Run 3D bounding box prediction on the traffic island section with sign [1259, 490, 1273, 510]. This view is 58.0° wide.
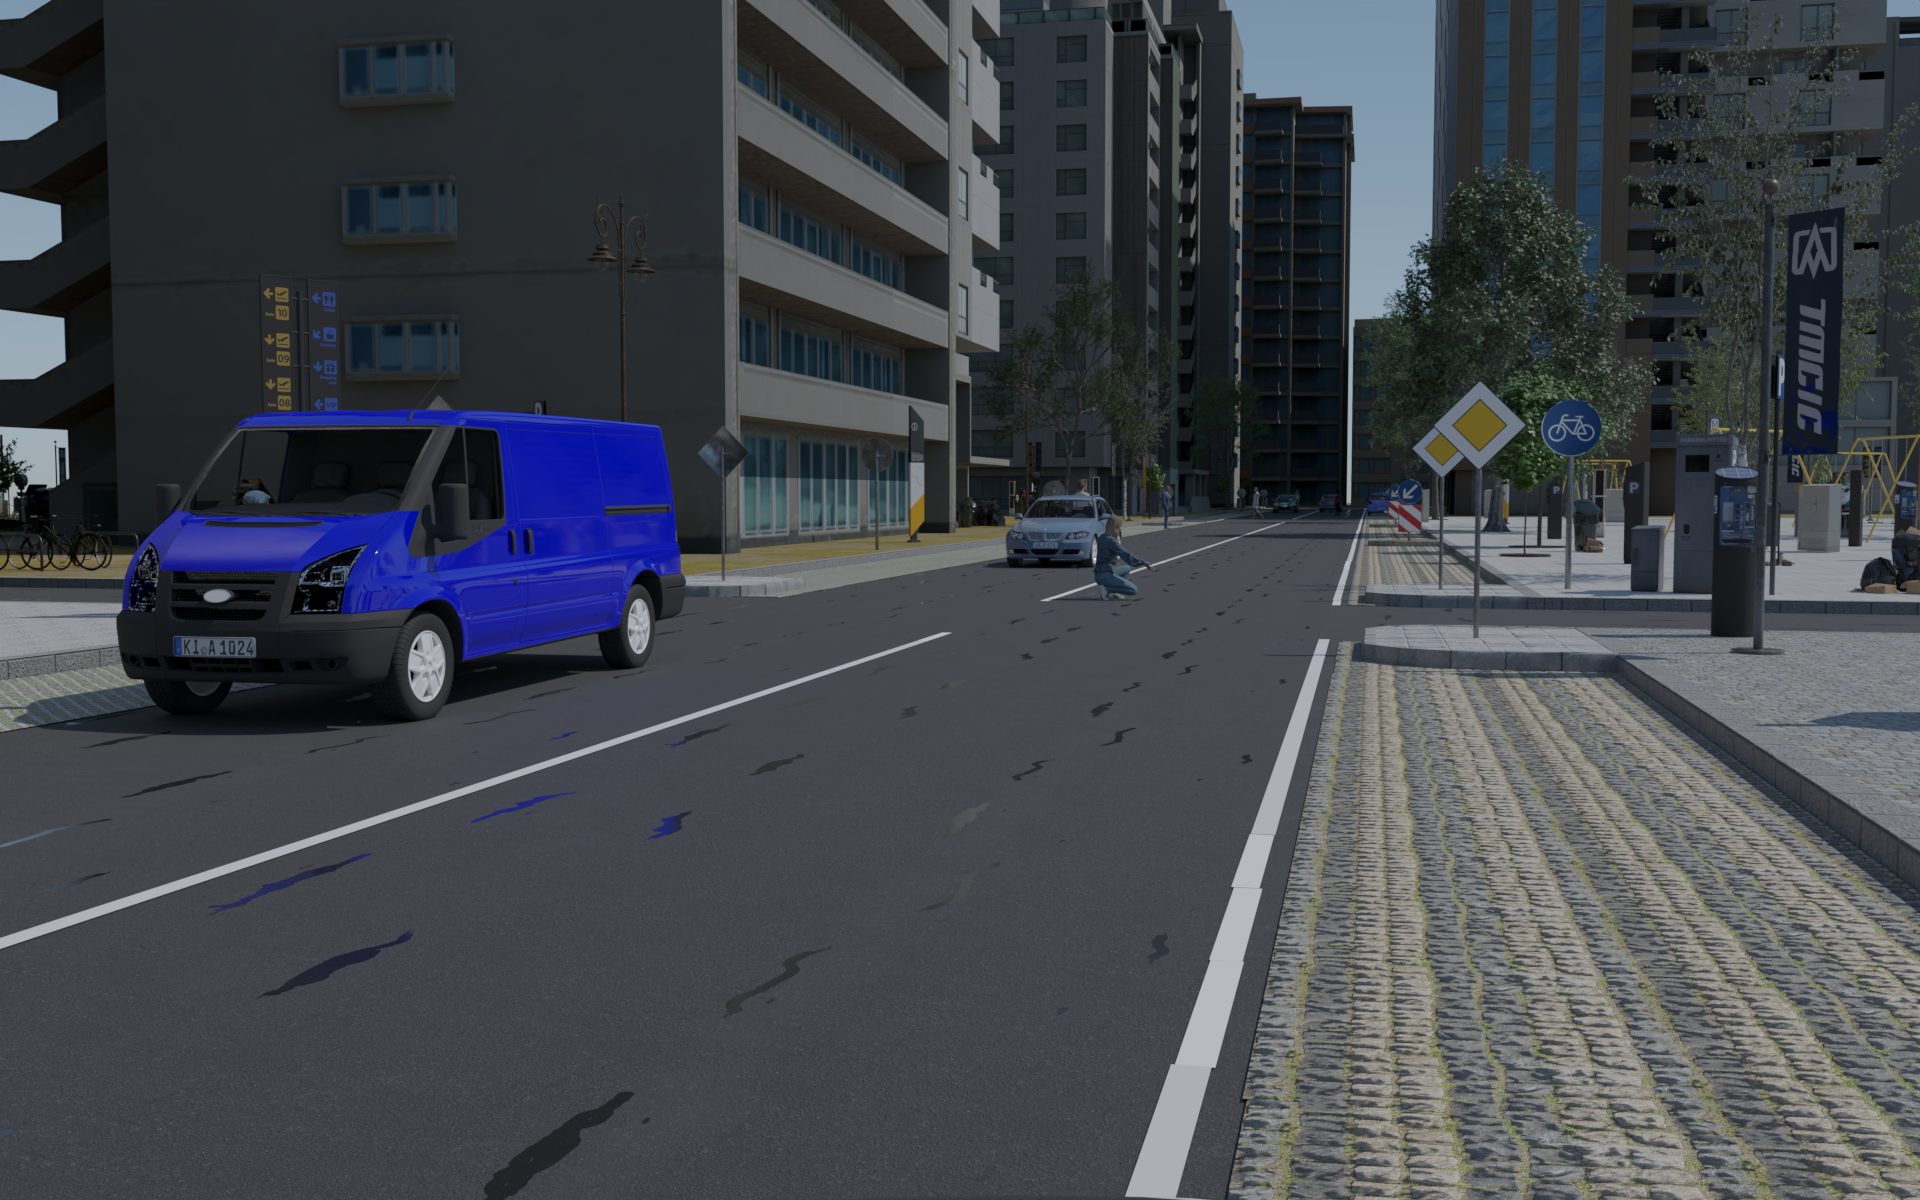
[{"bbox_3d":[26.539,-8.712,151.067,1.989,1.847,2.006,1,4,13],"label":"traffic island section with sign"}]

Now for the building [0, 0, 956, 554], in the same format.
[{"bbox_3d":[-12.918,-25.952,48.025,21.300,48.544,21.600,1,4,13],"label":"building"}]

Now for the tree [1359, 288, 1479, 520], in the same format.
[{"bbox_3d":[23.544,-9.773,85.550,9.928,11.665,9.643,0,3,0],"label":"tree"}]

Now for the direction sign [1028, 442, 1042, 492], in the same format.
[{"bbox_3d":[3.231,-5.119,75.690,0.876,3.537,0.379,3,5,41],"label":"direction sign"}]

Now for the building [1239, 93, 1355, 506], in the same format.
[{"bbox_3d":[28.910,-32.919,192.851,28.867,44.769,22.147,1,4,13],"label":"building"}]

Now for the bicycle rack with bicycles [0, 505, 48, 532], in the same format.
[{"bbox_3d":[-36.031,-3.117,64.346,2.852,0.926,2.925,-1,4,-10],"label":"bicycle rack with bicycles"}]

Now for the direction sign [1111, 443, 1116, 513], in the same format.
[{"bbox_3d":[6.780,-5.173,76.577,0.379,3.537,0.876,1,4,15],"label":"direction sign"}]

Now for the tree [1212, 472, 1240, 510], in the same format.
[{"bbox_3d":[21.119,-8.807,138.596,1.663,3.219,1.824,0,3,0],"label":"tree"}]

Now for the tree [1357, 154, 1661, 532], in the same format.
[{"bbox_3d":[18.426,-8.672,58.790,9.611,12.733,9.660,0,3,0],"label":"tree"}]

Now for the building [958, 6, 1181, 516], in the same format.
[{"bbox_3d":[5.885,-20.543,107.586,14.160,30.474,14.107,1,4,13],"label":"building"}]

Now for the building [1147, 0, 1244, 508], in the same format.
[{"bbox_3d":[15.391,-33.084,164.631,21.600,48.544,21.300,1,4,13],"label":"building"}]

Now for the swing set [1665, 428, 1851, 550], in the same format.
[{"bbox_3d":[19.173,-2.708,41.902,3.119,2.851,2.862,-2,4,-33],"label":"swing set"}]

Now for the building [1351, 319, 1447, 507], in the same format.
[{"bbox_3d":[57.772,-21.047,189.159,28.899,21.520,27.650,1,4,13],"label":"building"}]

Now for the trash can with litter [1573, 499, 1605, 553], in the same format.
[{"bbox_3d":[13.964,-1.644,38.262,0.624,1.170,1.055,0,4,-3],"label":"trash can with litter"}]

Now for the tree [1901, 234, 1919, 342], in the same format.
[{"bbox_3d":[31.803,-7.667,51.103,9.928,11.665,9.643,0,3,0],"label":"tree"}]

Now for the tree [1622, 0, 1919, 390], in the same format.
[{"bbox_3d":[12.185,-4.644,26.299,4.360,8.622,3.978,0,3,0],"label":"tree"}]

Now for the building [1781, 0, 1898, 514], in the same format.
[{"bbox_3d":[48.597,-32.727,124.333,28.713,52.752,27.495,1,4,13],"label":"building"}]

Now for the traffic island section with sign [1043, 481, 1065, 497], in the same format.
[{"bbox_3d":[2.693,-2.549,50.297,1.989,1.847,2.006,1,4,13],"label":"traffic island section with sign"}]

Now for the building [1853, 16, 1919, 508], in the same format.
[{"bbox_3d":[81.561,-28.640,151.852,14.086,41.232,14.154,1,4,13],"label":"building"}]

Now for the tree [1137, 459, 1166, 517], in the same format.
[{"bbox_3d":[10.584,-6.189,95.796,1.663,3.219,1.824,0,3,0],"label":"tree"}]

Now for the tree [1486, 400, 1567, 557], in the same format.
[{"bbox_3d":[11.512,-2.509,35.627,1.663,3.219,1.824,0,3,0],"label":"tree"}]

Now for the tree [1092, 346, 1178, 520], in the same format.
[{"bbox_3d":[8.387,-8.265,85.499,4.360,8.622,3.978,0,3,0],"label":"tree"}]

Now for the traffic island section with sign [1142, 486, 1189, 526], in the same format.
[{"bbox_3d":[9.350,-4.271,78.461,1.989,1.847,2.006,1,4,13],"label":"traffic island section with sign"}]

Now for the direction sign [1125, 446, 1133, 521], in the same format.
[{"bbox_3d":[8.011,-5.501,81.939,0.379,3.537,0.876,0,4,3],"label":"direction sign"}]

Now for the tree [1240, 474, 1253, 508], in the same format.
[{"bbox_3d":[27.351,-10.391,164.494,1.663,3.219,1.824,0,3,0],"label":"tree"}]

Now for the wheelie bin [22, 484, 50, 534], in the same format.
[{"bbox_3d":[-29.218,-2.879,54.974,0.693,1.594,0.980,2,4,25],"label":"wheelie bin"}]

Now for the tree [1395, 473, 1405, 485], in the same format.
[{"bbox_3d":[39.502,-9.723,153.577,1.663,3.219,1.824,0,3,0],"label":"tree"}]

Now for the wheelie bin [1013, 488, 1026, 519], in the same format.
[{"bbox_3d":[3.089,-4.878,87.656,0.693,1.594,0.980,1,4,13],"label":"wheelie bin"}]

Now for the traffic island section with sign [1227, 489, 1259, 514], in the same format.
[{"bbox_3d":[20.327,-7.107,124.834,1.989,1.847,2.006,1,4,13],"label":"traffic island section with sign"}]

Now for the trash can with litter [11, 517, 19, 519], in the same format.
[{"bbox_3d":[-47.490,-4.623,86.644,2.233,1.210,1.678,-2,4,-24],"label":"trash can with litter"}]

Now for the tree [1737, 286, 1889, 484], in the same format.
[{"bbox_3d":[29.472,-6.667,59.366,4.737,8.622,4.395,0,3,0],"label":"tree"}]

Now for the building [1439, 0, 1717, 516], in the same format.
[{"bbox_3d":[37.178,-27.875,105.871,14.600,45.320,14.200,1,4,13],"label":"building"}]

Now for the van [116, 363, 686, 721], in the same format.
[{"bbox_3d":[-3.886,-0.517,12.843,2.240,2.365,5.245,1,4,12],"label":"van"}]

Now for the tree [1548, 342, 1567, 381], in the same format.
[{"bbox_3d":[24.221,-7.112,66.649,4.360,8.622,3.978,0,3,0],"label":"tree"}]

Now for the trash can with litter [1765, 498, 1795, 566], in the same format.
[{"bbox_3d":[14.061,-1.235,31.244,2.233,1.210,1.678,1,4,10],"label":"trash can with litter"}]

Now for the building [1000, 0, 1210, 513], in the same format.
[{"bbox_3d":[1.815,-26.661,127.786,32.217,40.220,23.993,1,4,13],"label":"building"}]

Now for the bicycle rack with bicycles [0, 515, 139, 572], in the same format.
[{"bbox_3d":[-15.462,-0.995,29.644,2.925,0.926,2.852,2,4,30],"label":"bicycle rack with bicycles"}]

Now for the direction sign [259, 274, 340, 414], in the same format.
[{"bbox_3d":[-6.922,-1.605,18.243,0.379,3.537,0.876,3,4,38],"label":"direction sign"}]

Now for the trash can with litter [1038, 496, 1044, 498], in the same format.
[{"bbox_3d":[5.427,-5.440,99.996,1.678,1.210,2.233,0,4,-1],"label":"trash can with litter"}]

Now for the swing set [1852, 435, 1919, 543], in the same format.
[{"bbox_3d":[25.232,-3.017,46.943,2.862,2.851,3.119,0,4,-3],"label":"swing set"}]

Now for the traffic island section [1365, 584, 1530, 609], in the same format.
[{"bbox_3d":[6.455,-0.056,23.203,2.009,0.180,2.903,1,4,13],"label":"traffic island section"}]

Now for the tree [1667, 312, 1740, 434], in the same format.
[{"bbox_3d":[30.896,-7.371,70.885,4.737,8.622,4.395,0,3,0],"label":"tree"}]

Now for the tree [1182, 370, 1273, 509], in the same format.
[{"bbox_3d":[22.517,-13.417,145.124,9.928,11.665,9.643,0,3,0],"label":"tree"}]

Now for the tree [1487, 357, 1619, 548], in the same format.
[{"bbox_3d":[13.991,-3.537,41.541,4.285,4.588,4.351,0,3,0],"label":"tree"}]

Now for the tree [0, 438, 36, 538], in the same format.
[{"bbox_3d":[-28.660,-3.474,51.403,1.663,3.219,1.824,0,3,0],"label":"tree"}]

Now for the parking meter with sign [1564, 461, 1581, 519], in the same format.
[{"bbox_3d":[32.083,-5.765,90.522,0.543,3.016,1.738,0,4,-2],"label":"parking meter with sign"}]

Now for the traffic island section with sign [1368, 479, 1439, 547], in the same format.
[{"bbox_3d":[12.315,-2.402,47.900,1.989,1.847,2.006,1,4,13],"label":"traffic island section with sign"}]

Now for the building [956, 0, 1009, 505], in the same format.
[{"bbox_3d":[-13.471,-30.102,81.408,28.713,52.752,27.495,1,4,13],"label":"building"}]

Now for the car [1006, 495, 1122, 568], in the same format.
[{"bbox_3d":[2.192,-1.435,35.464,2.014,1.417,4.499,1,4,15],"label":"car"}]

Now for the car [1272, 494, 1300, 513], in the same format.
[{"bbox_3d":[24.956,-7.388,132.587,2.131,1.459,4.920,1,4,13],"label":"car"}]

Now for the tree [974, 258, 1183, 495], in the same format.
[{"bbox_3d":[4.325,-8.228,68.935,8.767,10.594,7.601,-2,4,-35],"label":"tree"}]

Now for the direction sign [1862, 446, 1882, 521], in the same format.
[{"bbox_3d":[43.526,-5.548,82.709,0.379,3.537,0.876,-3,4,-38],"label":"direction sign"}]

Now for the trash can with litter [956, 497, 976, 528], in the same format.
[{"bbox_3d":[0.042,-3.320,65.665,1.055,1.170,0.624,-2,4,-32],"label":"trash can with litter"}]

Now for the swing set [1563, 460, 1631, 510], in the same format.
[{"bbox_3d":[29.338,-5.026,79.801,3.119,2.851,2.862,0,4,-7],"label":"swing set"}]

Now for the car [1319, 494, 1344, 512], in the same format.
[{"bbox_3d":[29.769,-7.765,138.965,2.014,1.417,4.499,1,4,14],"label":"car"}]

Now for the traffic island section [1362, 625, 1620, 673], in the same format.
[{"bbox_3d":[4.616,0.419,15.432,2.009,0.180,2.903,1,4,13],"label":"traffic island section"}]

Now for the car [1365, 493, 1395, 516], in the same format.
[{"bbox_3d":[27.806,-6.420,114.560,1.945,1.707,3.694,1,4,13],"label":"car"}]

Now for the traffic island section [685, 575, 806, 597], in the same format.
[{"bbox_3d":[-3.511,-0.200,25.558,2.009,0.180,2.903,1,4,13],"label":"traffic island section"}]
